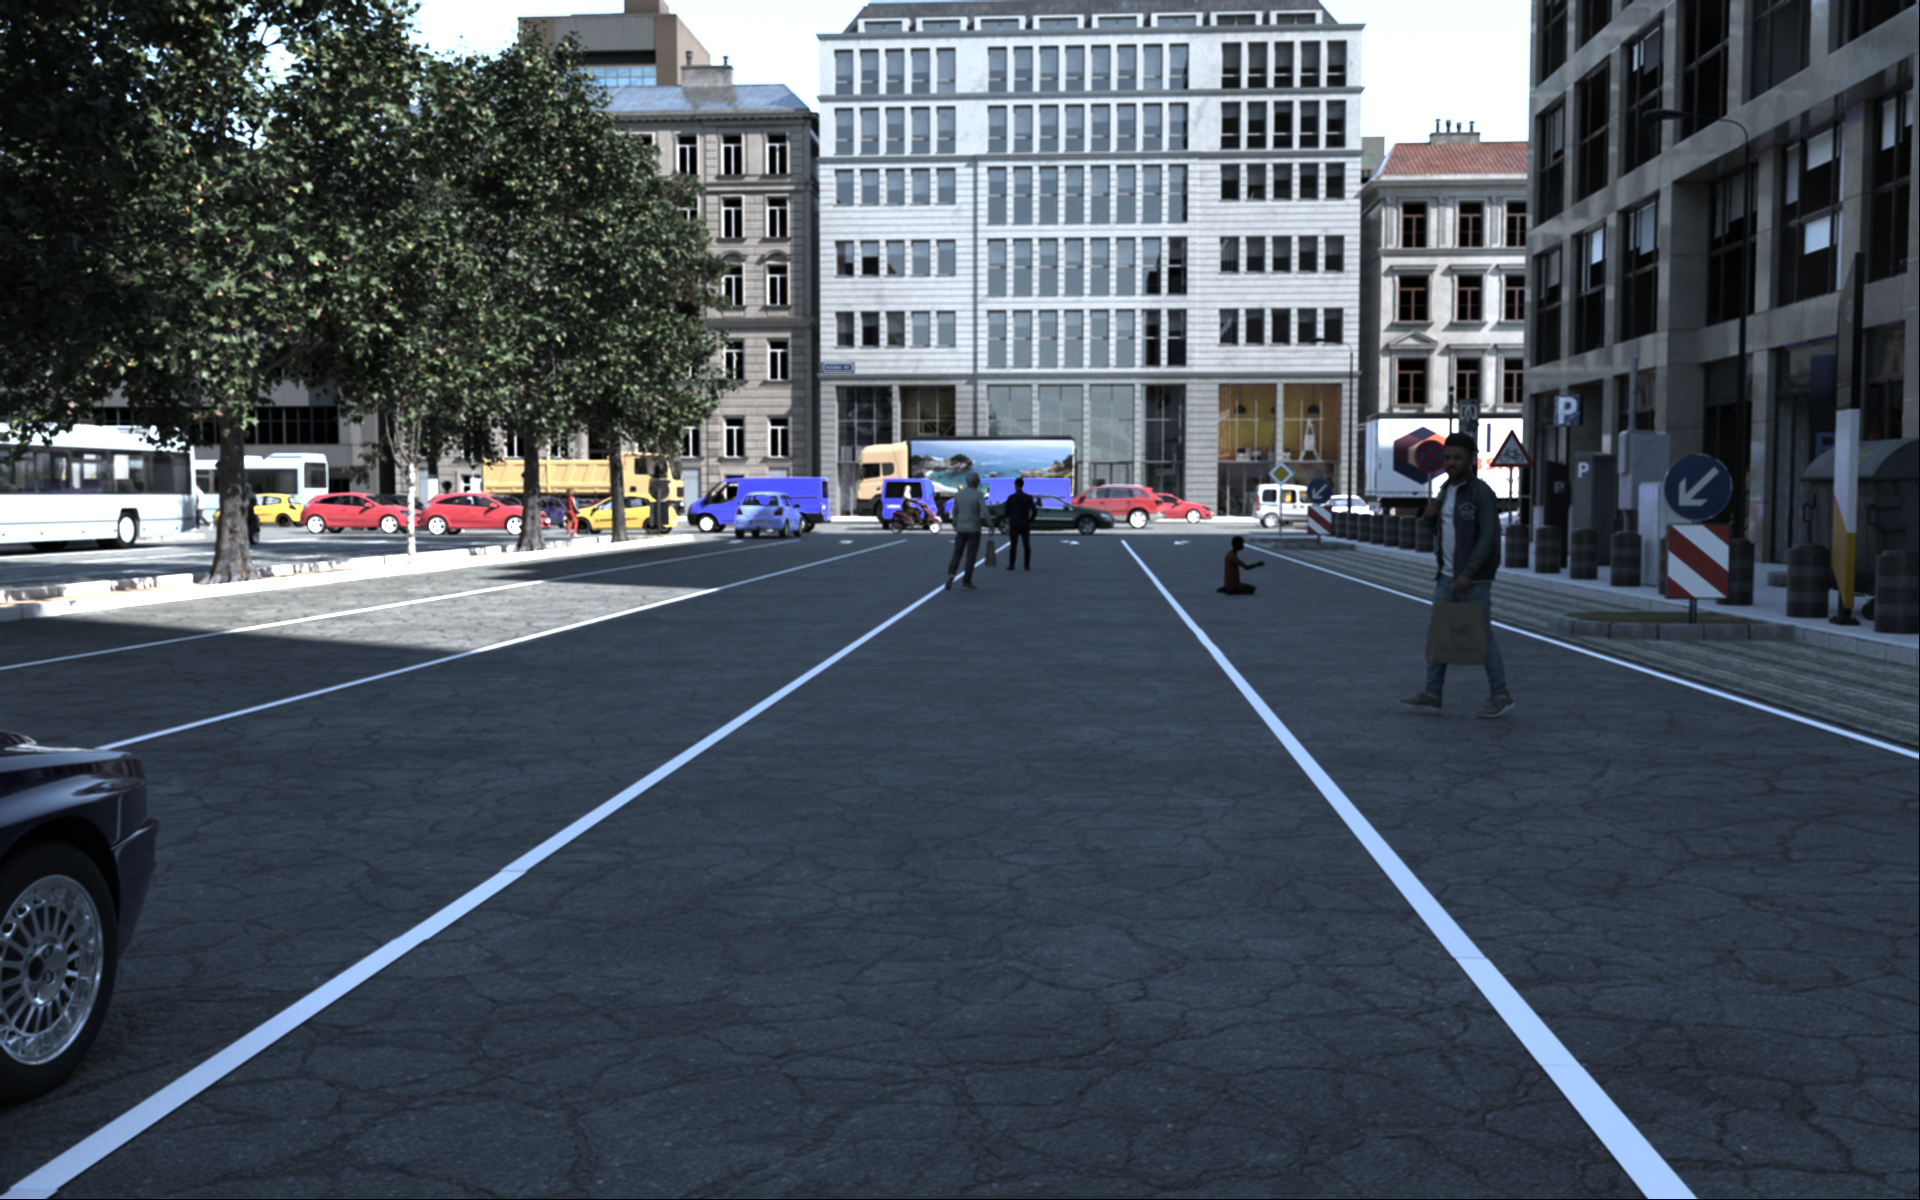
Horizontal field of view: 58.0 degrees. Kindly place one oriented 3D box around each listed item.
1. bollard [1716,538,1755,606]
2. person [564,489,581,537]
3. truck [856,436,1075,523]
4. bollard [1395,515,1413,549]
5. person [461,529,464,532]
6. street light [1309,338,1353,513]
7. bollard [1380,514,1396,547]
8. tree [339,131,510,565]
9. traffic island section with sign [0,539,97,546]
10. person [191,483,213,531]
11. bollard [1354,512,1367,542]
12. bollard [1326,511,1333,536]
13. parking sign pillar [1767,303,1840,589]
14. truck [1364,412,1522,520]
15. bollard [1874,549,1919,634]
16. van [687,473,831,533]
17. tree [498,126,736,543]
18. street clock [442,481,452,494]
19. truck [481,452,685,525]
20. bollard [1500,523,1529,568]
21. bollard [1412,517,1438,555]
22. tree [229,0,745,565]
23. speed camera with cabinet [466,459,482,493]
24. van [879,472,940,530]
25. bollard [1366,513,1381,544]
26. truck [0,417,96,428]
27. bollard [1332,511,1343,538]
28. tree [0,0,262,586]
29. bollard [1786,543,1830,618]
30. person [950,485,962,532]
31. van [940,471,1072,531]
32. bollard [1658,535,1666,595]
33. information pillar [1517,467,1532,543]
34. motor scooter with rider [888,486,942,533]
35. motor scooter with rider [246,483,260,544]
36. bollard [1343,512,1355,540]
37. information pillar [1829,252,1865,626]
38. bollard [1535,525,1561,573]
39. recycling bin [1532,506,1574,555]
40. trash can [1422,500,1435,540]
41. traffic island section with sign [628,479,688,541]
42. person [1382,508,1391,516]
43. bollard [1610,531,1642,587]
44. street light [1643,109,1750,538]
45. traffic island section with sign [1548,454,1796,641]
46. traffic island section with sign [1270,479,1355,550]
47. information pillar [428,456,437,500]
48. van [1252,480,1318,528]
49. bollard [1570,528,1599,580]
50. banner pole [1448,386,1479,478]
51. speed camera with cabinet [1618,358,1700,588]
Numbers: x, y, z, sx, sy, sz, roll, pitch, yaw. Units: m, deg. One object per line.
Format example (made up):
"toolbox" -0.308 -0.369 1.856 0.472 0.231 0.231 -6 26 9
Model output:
"bollard" 9.000 -0.330 20.107 0.404 0.777 0.398 0 3 0
"person" -12.958 -2.918 57.921 0.444 1.614 0.593 -2 4 -30
"truck" -0.058 -5.854 84.630 11.283 4.237 2.839 0 4 5
"bollard" 10.447 -1.569 40.378 0.404 0.777 0.398 0 3 0
"person" -18.948 -3.242 65.419 0.435 1.345 0.340 0 4 -5
"street light" 11.085 -4.837 51.618 1.470 5.913 1.316 0 4 4
"bollard" 10.590 -1.694 42.414 0.404 0.777 0.398 0 3 0
"tree" -11.024 -5.013 34.789 4.360 8.622 3.978 0 3 0
"traffic island section with sign" -25.198 -2.413 48.074 1.989 1.847 2.006 0 4 4
"person" -29.524 -3.613 67.416 0.795 1.843 0.661 -2 4 -23
"bollard" 10.878 -1.942 46.466 0.404 0.777 0.398 0 3 0
"bollard" 11.313 -2.313 52.536 0.404 0.777 0.398 0 3 0
"parking sign pillar" 12.013 -2.170 23.952 1.447 3.967 1.447 2 4 28
"truck" 20.020 -4.382 60.566 11.283 4.237 2.839 0 4 4
"bollard" 8.709 -0.082 16.057 0.404 0.777 0.398 0 3 0
"van" -7.494 -3.668 64.363 5.245 2.365 2.240 0 4 4
"tree" -9.986 -7.674 49.986 6.751 12.117 7.091 0 3 0
"street clock" -28.600 -5.630 96.618 0.358 2.002 0.471 3 4 39
"truck" -16.847 -5.129 79.780 9.791 3.379 3.469 0 4 3
"bollard" 9.718 -0.948 30.215 0.404 0.777 0.398 0 3 0
"bollard" 10.300 -1.445 38.346 0.404 0.777 0.398 0 3 0
"tree" -10.365 -7.477 41.708 9.611 12.733 9.660 0 3 0
"speed camera with cabinet" -27.244 -6.289 97.163 0.660 3.252 2.038 0 4 -7
"van" -2.052 -4.068 70.898 2.240 2.365 5.245 0 4 4
"bollard" 10.735 -1.818 44.449 0.404 0.777 0.398 0 3 0
"truck" -37.983 -4.596 64.052 11.283 4.237 2.839 0 4 3
"bollard" 11.168 -2.189 50.512 0.404 0.777 0.398 0 3 0
"tree" -11.470 -6.584 27.111 9.611 12.733 9.660 0 3 0
"bollard" 8.855 -0.206 18.082 0.404 0.777 0.398 0 3 0
"person" -0.019 -3.428 64.908 0.694 1.780 0.624 -1 4 -11
"van" 1.839 -3.903 68.193 5.245 2.365 2.240 0 4 5
"bollard" 9.144 -0.453 22.127 0.404 0.777 0.398 0 3 0
"information pillar" 14.916 -2.525 45.768 0.304 2.012 0.304 1 4 9
"motor scooter with rider" -1.658 -3.317 63.193 1.986 1.779 0.876 0 4 6
"motor scooter with rider" -20.224 -2.433 48.743 0.876 1.779 1.986 0 4 3
"bollard" 11.027 -2.065 48.486 0.404 0.777 0.398 0 3 0
"information pillar" 8.737 -1.572 17.051 0.183 3.616 0.504 1 4 11
"bollard" 9.574 -0.824 28.194 0.404 0.777 0.398 0 3 0
"recycling bin" 12.613 -1.486 36.845 0.722 1.027 0.722 1 4 9
"trash can" 12.431 -2.059 45.318 0.748 1.137 0.748 0 3 0
"traffic island section with sign" -9.439 -2.771 53.444 2.006 1.907 1.989 0 4 4
"person" 15.714 -3.367 63.417 0.748 1.841 0.638 1 4 16
"bollard" 9.285 -0.577 24.144 0.404 0.777 0.398 0 3 0
"street light" 8.938 -2.966 21.034 1.470 5.913 1.316 0 4 4
"traffic island section with sign" 7.201 -0.562 17.819 1.989 1.847 2.006 0 4 4
"traffic island section with sign" 9.131 -2.226 45.025 1.989 1.847 2.006 0 4 4
"information pillar" -28.785 -6.310 94.530 0.504 3.616 0.183 1 4 12
"van" 14.499 -4.071 73.573 4.112 2.044 2.013 0 4 4
"bollard" 9.433 -0.701 26.174 0.404 0.777 0.398 0 3 0
"banner pole" 11.611 -3.069 40.194 0.863 3.779 0.401 1 4 12
"speed camera with cabinet" 9.903 -1.847 24.541 0.660 3.252 2.038 0 4 6
